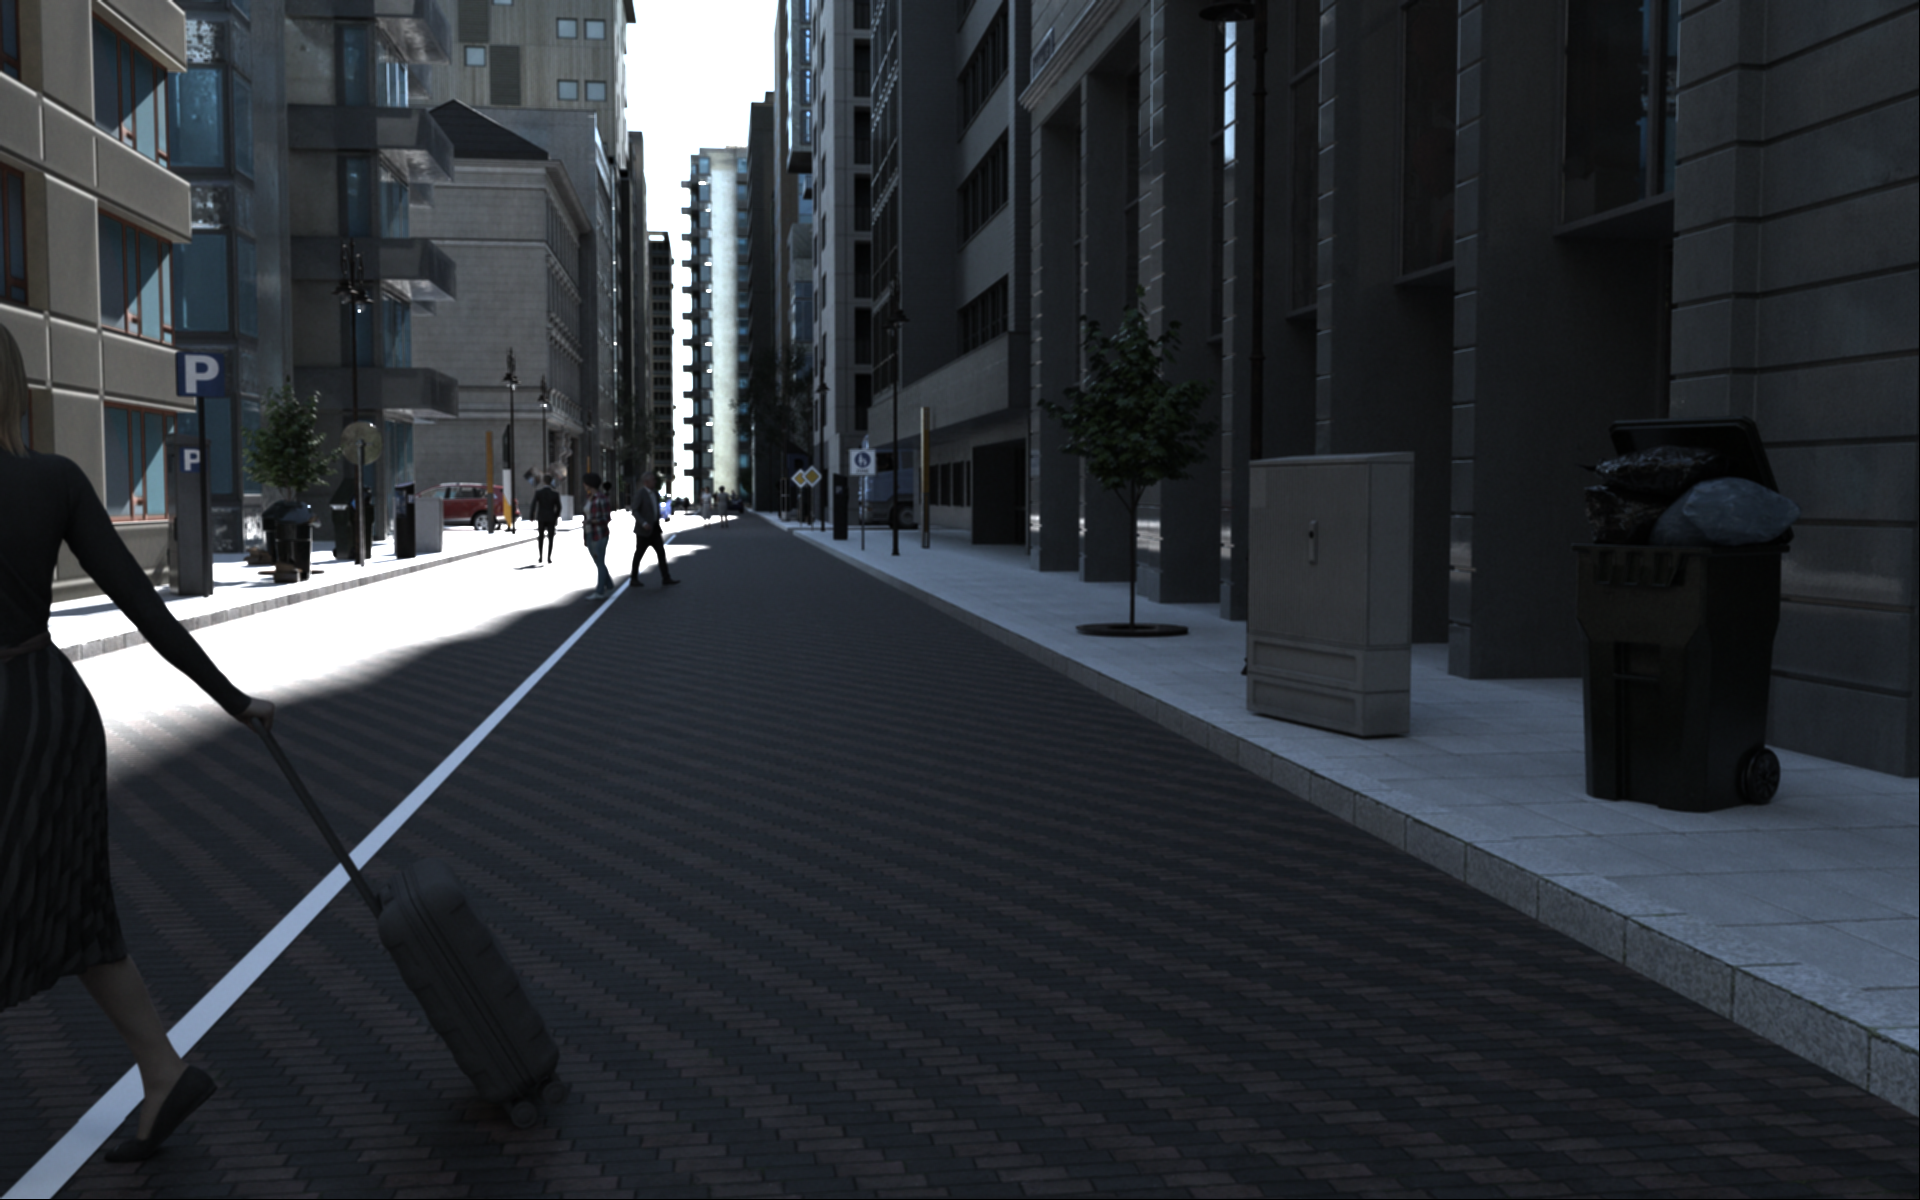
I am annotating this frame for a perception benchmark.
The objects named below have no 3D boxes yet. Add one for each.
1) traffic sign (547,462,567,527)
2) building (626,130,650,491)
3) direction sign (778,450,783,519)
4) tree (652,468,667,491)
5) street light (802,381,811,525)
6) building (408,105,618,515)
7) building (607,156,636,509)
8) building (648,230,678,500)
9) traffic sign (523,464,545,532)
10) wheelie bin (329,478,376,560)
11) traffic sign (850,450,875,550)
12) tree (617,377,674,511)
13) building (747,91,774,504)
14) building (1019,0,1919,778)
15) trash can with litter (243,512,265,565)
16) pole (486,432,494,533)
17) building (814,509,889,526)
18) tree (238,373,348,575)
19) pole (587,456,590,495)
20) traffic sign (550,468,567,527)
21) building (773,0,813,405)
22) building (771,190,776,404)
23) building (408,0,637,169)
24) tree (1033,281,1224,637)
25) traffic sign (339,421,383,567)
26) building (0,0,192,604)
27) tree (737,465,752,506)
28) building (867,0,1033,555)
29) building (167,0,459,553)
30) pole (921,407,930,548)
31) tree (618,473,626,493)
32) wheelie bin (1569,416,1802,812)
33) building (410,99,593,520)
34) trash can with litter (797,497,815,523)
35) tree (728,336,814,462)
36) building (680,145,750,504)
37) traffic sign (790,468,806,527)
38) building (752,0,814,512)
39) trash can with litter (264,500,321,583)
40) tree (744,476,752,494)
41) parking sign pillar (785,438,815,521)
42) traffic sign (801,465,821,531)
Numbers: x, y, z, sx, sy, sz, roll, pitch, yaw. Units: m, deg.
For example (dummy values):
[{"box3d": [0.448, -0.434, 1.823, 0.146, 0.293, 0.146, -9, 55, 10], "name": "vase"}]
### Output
[{"box3d": [-15.817, -4.155, 68.041, 0.768, 2.556, 0.104, 0, 4, -4], "name": "traffic sign"}, {"box3d": [-41.521, -30.882, 188.507, 14.154, 41.232, 14.086, 0, 4, -8], "name": "building"}, {"box3d": [-9.190, -5.955, 89.368, 0.379, 3.537, 0.876, 0, 4, 0], "name": "direction sign"}, {"box3d": [-38.310, -14.285, 217.273, 4.285, 4.588, 4.351, 0, 3, 0], "name": "tree"}, {"box3d": [-6.192, -6.011, 71.072, 0.468, 5.910, 1.993, 0, 4, -8], "name": "street light"}, {"box3d": [-29.729, -18.231, 116.099, 12.078, 24.808, 19.932, 0, 4, -8], "name": "building"}, {"box3d": [-35.072, -22.940, 146.763, 14.160, 30.474, 14.107, 0, 4, -8], "name": "building"}, {"box3d": [-51.254, -33.394, 237.877, 23.993, 40.220, 32.217, 0, 4, -8], "name": "building"}, {"box3d": [-14.362, -3.357, 58.531, 0.795, 2.450, 0.064, 0, 4, -8], "name": "traffic sign"}, {"box3d": [-11.943, -1.601, 34.078, 0.980, 1.594, 0.693, 3, 4, 38], "name": "wheelie bin"}, {"box3d": [-2.217, -2.285, 39.488, 0.606, 2.300, 0.079, 0, 4, -2], "name": "traffic sign"}, {"box3d": [-25.881, -12.042, 131.300, 8.767, 10.594, 7.601, 0, 4, -8], "name": "tree"}, {"box3d": [-14.284, -35.634, 206.322, 21.300, 48.544, 21.600, 0, 4, -8], "name": "building"}, {"box3d": [8.584, -14.513, 14.785, 11.434, 29.767, 29.804, 0, 4, -8], "name": "building"}, {"box3d": [-12.576, -1.243, 31.708, 0.624, 1.170, 1.055, 1, 4, 17], "name": "trash can with litter"}, {"box3d": [-15.361, -3.839, 56.613, 0.158, 3.312, 0.155, 0, 3, 0], "name": "pole"}, {"box3d": [3.961, -39.166, 78.611, 20.611, 71.187, 20.563, 0, 4, -8], "name": "building"}, {"box3d": [-10.648, -2.032, 27.818, 1.663, 3.219, 1.824, 0, 3, 0], "name": "tree"}, {"box3d": [-20.090, -6.116, 93.848, 0.158, 3.312, 0.155, 0, 3, 0], "name": "pole"}, {"box3d": [-15.481, -3.841, 66.437, 0.795, 2.450, 0.064, 0, 4, -8], "name": "traffic sign"}, {"box3d": [-9.227, -30.788, 153.498, 14.600, 45.320, 14.200, 0, 4, -8], "name": "building"}, {"box3d": [-11.287, -24.234, 167.929, 14.160, 30.474, 14.107, 0, 4, -8], "name": "building"}, {"box3d": [-45.916, -35.311, 166.578, 28.713, 52.752, 27.495, 0, 4, -8], "name": "building"}, {"box3d": [1.624, -1.296, 15.797, 1.663, 3.219, 1.824, 0, 3, 0], "name": "tree"}, {"box3d": [-10.480, -1.847, 30.310, 0.768, 2.556, 0.104, 0, 4, 1], "name": "traffic sign"}, {"box3d": [-23.092, -10.040, 9.193, 27.650, 21.520, 28.899, 0, 4, -8], "name": "building"}, {"box3d": [-23.078, -12.737, 191.971, 4.285, 4.588, 4.351, 0, 3, 0], "name": "tree"}, {"box3d": [5.913, -13.802, 44.735, 14.314, 24.678, 30.058, 0, 4, -8], "name": "building"}, {"box3d": [-29.509, -25.958, 44.026, 30.456, 49.044, 23.786, 0, 4, -8], "name": "building"}, {"box3d": [-0.818, -2.875, 40.845, 0.158, 3.312, 0.155, 0, 3, 0], "name": "pole"}, {"box3d": [-26.936, -8.680, 136.524, 1.663, 3.219, 1.824, 0, 3, 0], "name": "tree"}, {"box3d": [3.007, 0.042, 7.220, 0.693, 1.594, 0.980, -3, 4, -36], "name": "wheelie bin"}, {"box3d": [-25.027, -14.405, 86.434, 10.553, 20.767, 40.483, 0, 4, -8], "name": "building"}, {"box3d": [-6.833, -4.035, 77.362, 0.624, 1.170, 1.055, -3, 4, -38], "name": "trash can with litter"}, {"box3d": [-9.677, -10.215, 101.433, 8.767, 10.594, 7.601, 0, 4, 4], "name": "tree"}, {"box3d": [-22.776, -37.828, 238.097, 30.456, 49.044, 23.786, 0, 4, -8], "name": "building"}, {"box3d": [-6.225, -3.919, 67.722, 0.795, 2.450, 0.064, 0, 4, -8], "name": "traffic sign"}, {"box3d": [-3.106, -49.364, 119.776, 22.319, 86.520, 31.000, 0, 4, -8], "name": "building"}, {"box3d": [-9.728, -0.853, 25.339, 0.624, 1.170, 1.055, -1, 4, -14], "name": "trash can with litter"}, {"box3d": [-22.126, -11.581, 183.949, 1.663, 3.219, 1.824, 0, 3, 0], "name": "tree"}, {"box3d": [-7.745, -5.815, 83.543, 1.447, 3.967, 1.447, -1, 4, -15], "name": "parking sign pillar"}, {"box3d": [-5.106, -3.436, 59.815, 0.795, 2.450, 0.064, 0, 4, -8], "name": "traffic sign"}]
